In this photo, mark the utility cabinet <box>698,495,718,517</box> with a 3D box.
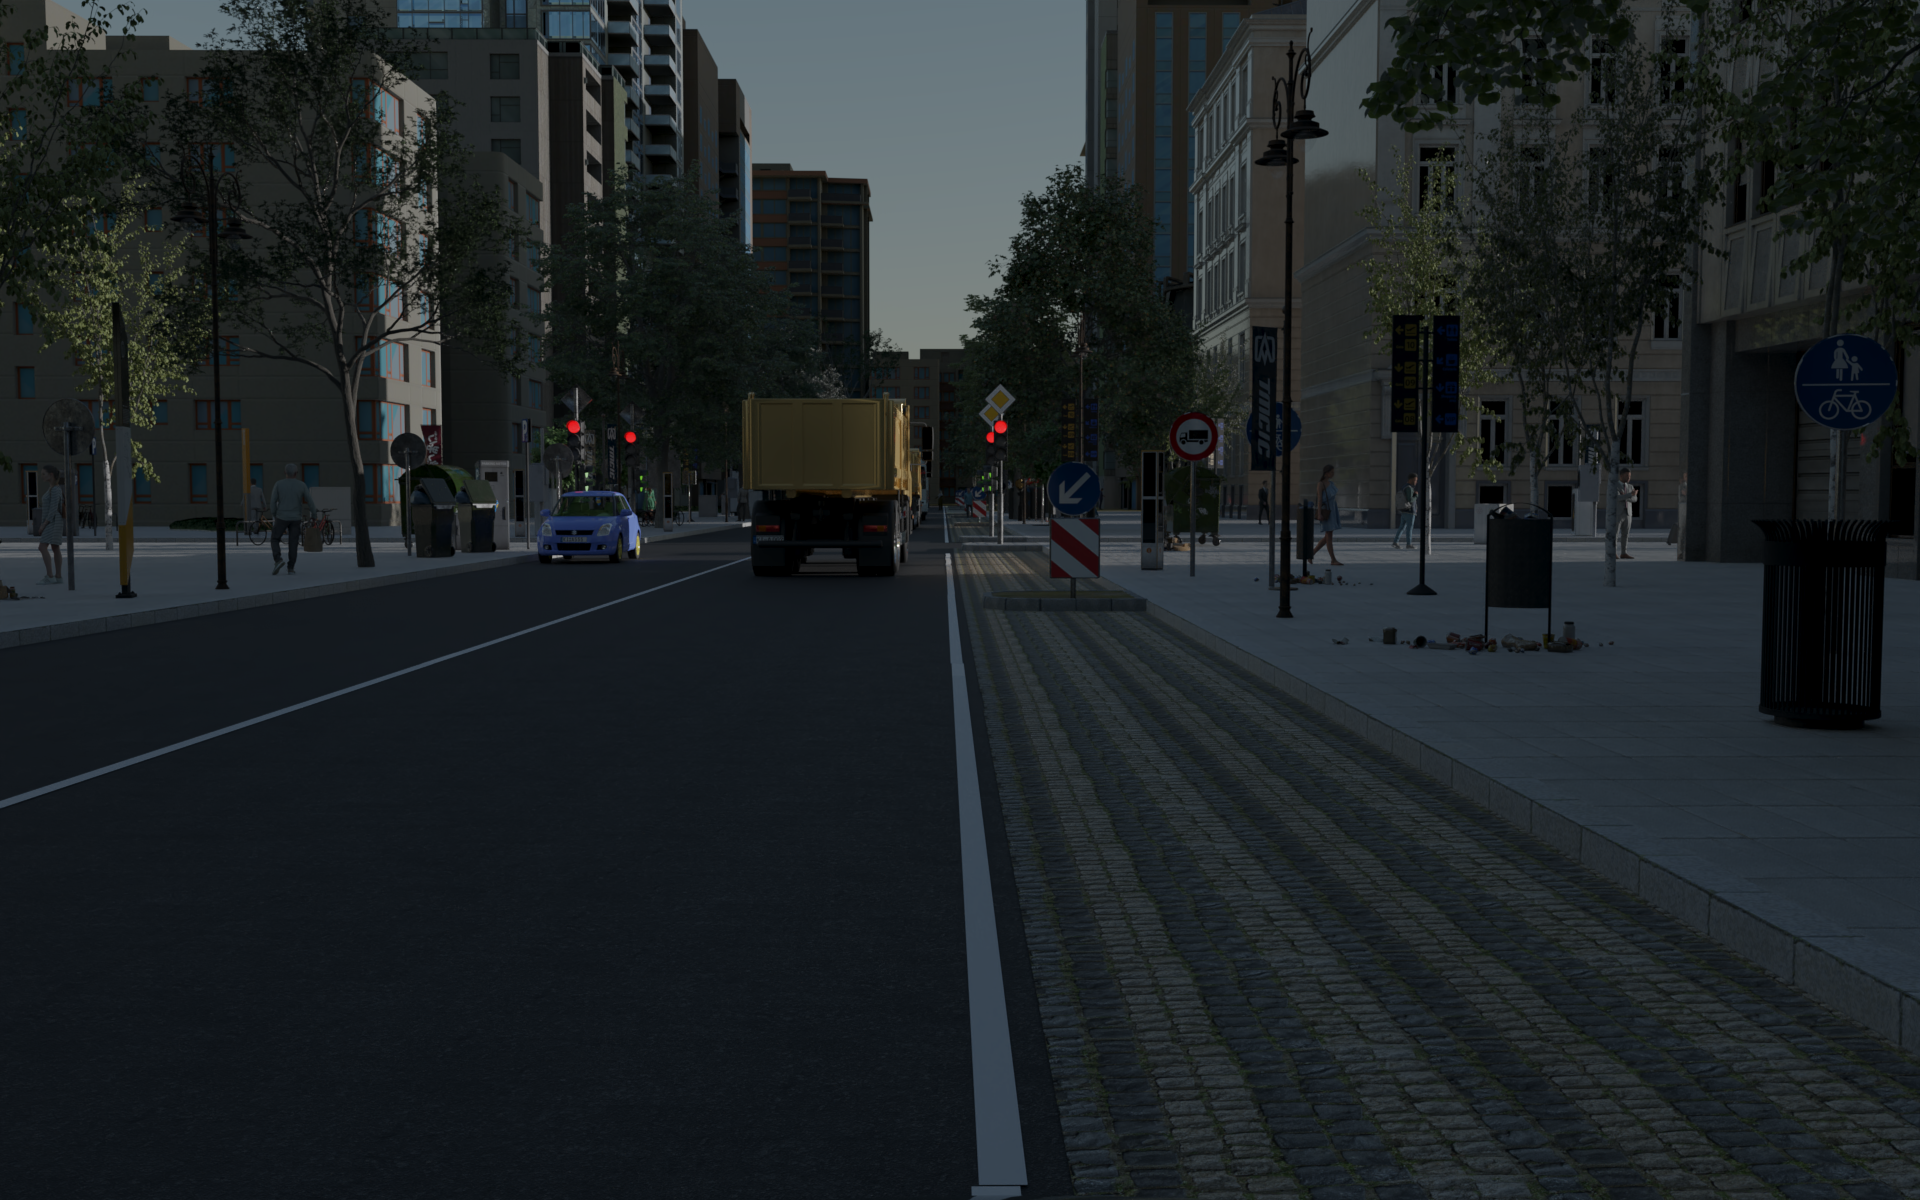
[{"bbox_3d":[-14.009,-5.210,96.338,1.020,1.237,0.306,0,4,6],"label":"utility cabinet"}]

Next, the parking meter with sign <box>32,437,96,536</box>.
[{"bbox_3d":[-27.237,-3.449,52.652,1.738,3.016,0.543,-1,4,-15],"label":"parking meter with sign"}]

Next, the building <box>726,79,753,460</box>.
[{"bbox_3d":[-29.875,-32.654,184.000,14.200,45.320,14.600,0,4,-1],"label":"building"}]

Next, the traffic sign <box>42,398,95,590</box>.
[{"bbox_3d":[-11.854,-1.402,23.032,0.768,2.556,0.104,1,4,9],"label":"traffic sign"}]

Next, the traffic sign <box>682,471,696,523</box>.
[{"bbox_3d":[-11.857,-4.507,75.817,0.606,2.300,0.079,0,4,8],"label":"traffic sign"}]

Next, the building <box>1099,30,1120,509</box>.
[{"bbox_3d":[19.525,-28.947,156.875,14.154,41.232,14.086,0,4,-1],"label":"building"}]

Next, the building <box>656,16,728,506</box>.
[{"bbox_3d":[-30.724,-31.492,165.005,14.600,45.320,14.200,0,4,-1],"label":"building"}]

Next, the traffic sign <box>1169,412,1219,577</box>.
[{"bbox_3d":[3.620,-1.638,26.888,0.768,2.556,0.104,0,4,1],"label":"traffic sign"}]

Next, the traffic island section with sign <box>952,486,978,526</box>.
[{"bbox_3d":[0.736,-4.179,76.959,1.989,1.847,2.006,0,4,-1],"label":"traffic island section with sign"}]

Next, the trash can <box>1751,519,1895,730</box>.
[{"bbox_3d":[4.778,0.125,9.602,0.748,1.137,0.748,0,3,0],"label":"trash can"}]

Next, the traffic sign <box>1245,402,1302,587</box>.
[{"bbox_3d":[4.319,-1.456,23.920,0.768,2.556,0.104,0,4,8],"label":"traffic sign"}]

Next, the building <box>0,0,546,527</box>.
[{"bbox_3d":[-36.844,-14.498,82.083,27.650,21.520,28.899,0,4,-1],"label":"building"}]

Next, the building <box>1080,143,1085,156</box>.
[{"bbox_3d":[31.068,-39.545,235.798,27.495,52.752,28.713,0,4,-1],"label":"building"}]

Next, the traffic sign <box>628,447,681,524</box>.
[{"bbox_3d":[-13.089,-4.909,74.130,2.265,3.308,0.079,0,4,2],"label":"traffic sign"}]

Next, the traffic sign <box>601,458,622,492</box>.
[{"bbox_3d":[-12.058,-3.657,59.904,0.768,2.556,0.104,1,4,8],"label":"traffic sign"}]

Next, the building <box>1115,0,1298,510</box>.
[{"bbox_3d":[20.444,-30.081,141.940,14.600,45.320,14.200,0,4,-1],"label":"building"}]

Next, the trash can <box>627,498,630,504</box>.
[{"bbox_3d":[-13.932,-3.649,71.309,0.748,1.137,0.748,0,3,0],"label":"trash can"}]

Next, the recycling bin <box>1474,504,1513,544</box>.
[{"bbox_3d":[13.635,-1.939,44.250,0.722,1.027,0.722,-3,5,-40],"label":"recycling bin"}]

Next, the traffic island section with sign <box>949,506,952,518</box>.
[{"bbox_3d":[0.462,-5.828,103.913,1.989,1.847,2.006,0,4,-1],"label":"traffic island section with sign"}]

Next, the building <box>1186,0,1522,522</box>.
[{"bbox_3d":[20.392,-18.913,95.132,13.634,28.700,20.117,0,4,-1],"label":"building"}]

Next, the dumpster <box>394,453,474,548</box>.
[{"bbox_3d":[-12.450,-2.368,41.206,1.502,2.255,1.985,0,4,0],"label":"dumpster"}]

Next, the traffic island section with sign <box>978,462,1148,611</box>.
[{"bbox_3d":[1.282,-0.815,21.956,1.989,1.847,2.006,0,4,-1],"label":"traffic island section with sign"}]

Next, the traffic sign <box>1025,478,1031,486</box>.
[{"bbox_3d":[3.795,-5.865,95.999,0.768,2.556,0.104,0,4,4],"label":"traffic sign"}]

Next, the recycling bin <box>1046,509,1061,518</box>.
[{"bbox_3d":[4.997,-4.938,93.294,0.722,1.027,0.722,1,4,23],"label":"recycling bin"}]

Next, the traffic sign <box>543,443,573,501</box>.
[{"bbox_3d":[-10.060,-2.646,43.360,0.768,2.556,0.104,0,4,2],"label":"traffic sign"}]

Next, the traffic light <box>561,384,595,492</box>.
[{"bbox_3d":[-9.750,-3.377,44.140,0.839,4.253,0.868,0,4,-1],"label":"traffic light"}]

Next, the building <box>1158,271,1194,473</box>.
[{"bbox_3d":[21.971,-15.414,119.467,16.820,18.784,16.811,0,4,-1],"label":"building"}]

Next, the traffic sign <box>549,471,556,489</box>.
[{"bbox_3d":[-13.372,-3.475,56.915,0.768,2.556,0.104,1,4,9],"label":"traffic sign"}]

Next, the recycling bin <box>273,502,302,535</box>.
[{"bbox_3d":[-21.310,-2.589,54.878,0.722,1.027,0.722,0,4,-5],"label":"recycling bin"}]

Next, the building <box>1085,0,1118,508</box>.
[{"bbox_3d":[23.332,-38.868,177.495,21.231,58.520,28.212,0,4,-1],"label":"building"}]

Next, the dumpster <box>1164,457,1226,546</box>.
[{"bbox_3d":[5.766,-2.499,43.349,1.502,2.255,1.985,0,4,-1],"label":"dumpster"}]

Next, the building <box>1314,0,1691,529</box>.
[{"bbox_3d":[24.635,-17.322,69.126,20.117,28.700,13.634,0,4,-1],"label":"building"}]

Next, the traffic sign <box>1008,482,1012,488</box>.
[{"bbox_3d":[3.530,-7.693,127.912,0.606,2.300,0.079,0,4,5],"label":"traffic sign"}]

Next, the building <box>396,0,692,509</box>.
[{"bbox_3d":[-33.683,-50.672,141.160,22.319,86.520,31.000,0,4,-1],"label":"building"}]

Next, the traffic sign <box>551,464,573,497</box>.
[{"bbox_3d":[-12.637,-3.349,54.862,0.768,2.556,0.104,0,4,8],"label":"traffic sign"}]

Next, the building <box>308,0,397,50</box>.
[{"bbox_3d":[-51.506,-39.005,179.722,28.212,58.520,21.231,0,4,-1],"label":"building"}]

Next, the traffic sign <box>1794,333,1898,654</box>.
[{"bbox_3d":[7.036,-0.840,13.843,0.768,2.556,0.104,1,4,9],"label":"traffic sign"}]

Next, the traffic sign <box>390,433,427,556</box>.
[{"bbox_3d":[-11.422,-2.187,35.862,0.768,2.556,0.104,0,4,3],"label":"traffic sign"}]

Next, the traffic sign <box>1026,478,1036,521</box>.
[{"bbox_3d":[3.581,-5.012,81.954,0.884,2.594,0.081,0,4,4],"label":"traffic sign"}]

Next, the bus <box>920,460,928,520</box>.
[{"bbox_3d":[-3.252,-6.337,98.463,2.948,3.499,13.247,0,4,-3],"label":"bus"}]

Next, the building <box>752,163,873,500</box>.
[{"bbox_3d":[-26.320,-35.313,231.997,28.867,44.769,22.147,0,4,-1],"label":"building"}]

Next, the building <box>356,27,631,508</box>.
[{"bbox_3d":[-29.533,-20.773,111.332,14.160,30.474,14.107,0,4,-1],"label":"building"}]

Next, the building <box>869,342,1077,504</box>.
[{"bbox_3d":[2.675,-23.886,235.568,28.899,21.520,27.650,0,4,-1],"label":"building"}]

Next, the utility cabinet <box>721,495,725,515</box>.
[{"bbox_3d":[-14.647,-5.901,107.644,0.306,1.237,1.020,0,4,-4],"label":"utility cabinet"}]

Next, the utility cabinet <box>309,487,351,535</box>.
[{"bbox_3d":[-19.686,-2.781,54.155,1.173,1.500,0.318,-2,4,-32],"label":"utility cabinet"}]

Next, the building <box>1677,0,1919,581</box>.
[{"bbox_3d":[19.856,-12.513,22.614,12.078,24.808,19.932,0,4,-1],"label":"building"}]

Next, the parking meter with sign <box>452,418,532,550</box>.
[{"bbox_3d":[-10.762,-2.662,39.779,1.738,3.016,0.543,-2,4,-28],"label":"parking meter with sign"}]

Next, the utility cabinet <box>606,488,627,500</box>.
[{"bbox_3d":[-13.242,-3.559,66.866,0.318,1.500,1.173,-3,5,-39],"label":"utility cabinet"}]
